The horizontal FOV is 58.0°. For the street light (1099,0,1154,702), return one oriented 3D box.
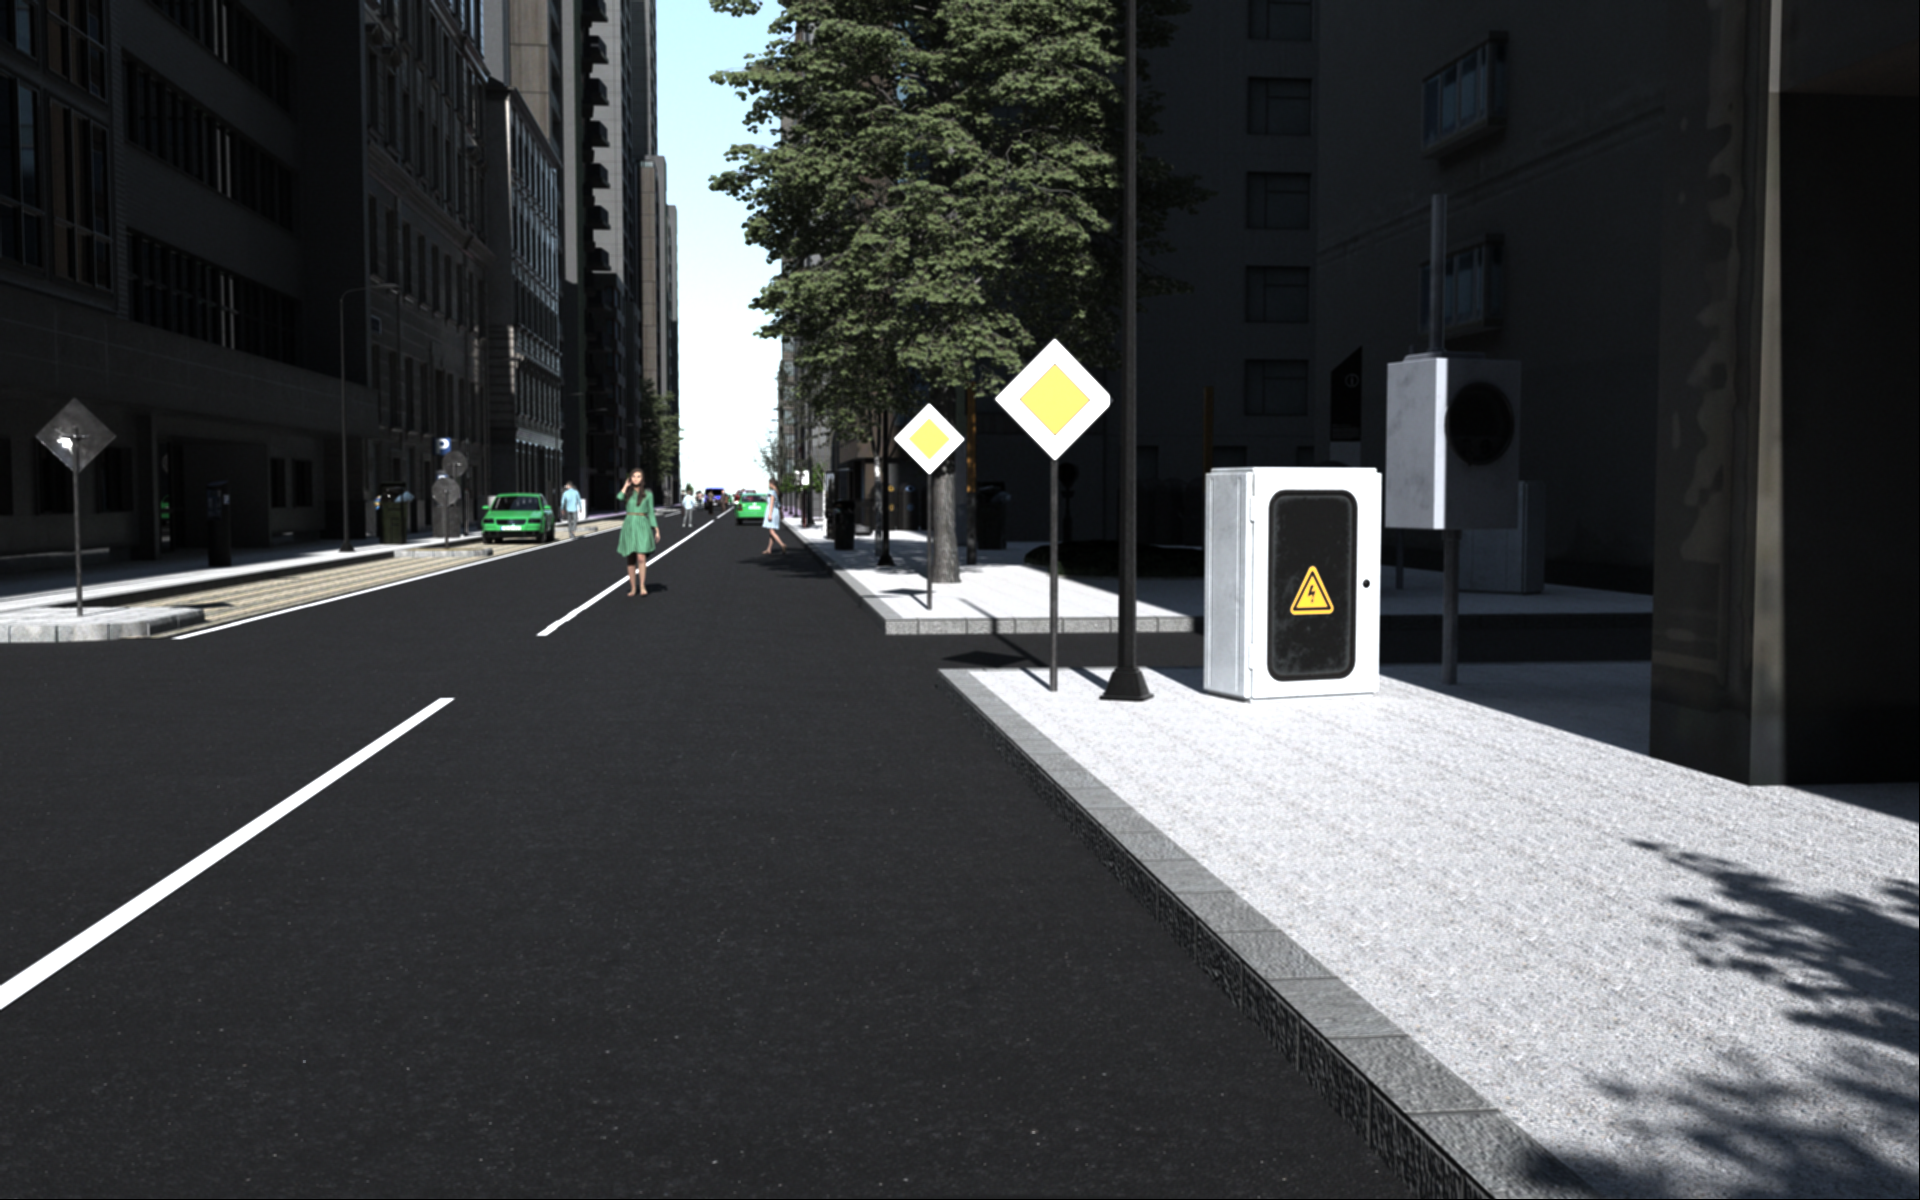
[{"bbox_3d":[0.510,-2.330,10.639,1.470,5.913,1.316,0,4,-7],"label":"street light"}]

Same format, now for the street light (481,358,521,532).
[{"bbox_3d":[-15.622,-5.289,59.017,1.470,5.913,1.316,0,4,-7],"label":"street light"}]

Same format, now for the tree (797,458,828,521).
[{"bbox_3d":[-6.881,-5.437,83.489,1.663,3.219,1.824,0,3,0],"label":"tree"}]

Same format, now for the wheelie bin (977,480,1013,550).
[{"bbox_3d":[0.741,-1.971,40.138,0.980,1.594,0.693,1,4,13],"label":"wheelie bin"}]

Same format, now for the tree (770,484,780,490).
[{"bbox_3d":[-14.756,-9.307,146.764,1.663,3.219,1.824,0,3,0],"label":"tree"}]

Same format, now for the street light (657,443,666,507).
[{"bbox_3d":[-27.223,-11.220,155.982,1.470,5.913,1.316,0,4,-7],"label":"street light"}]

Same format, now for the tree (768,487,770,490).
[{"bbox_3d":[-21.642,-12.662,201.617,1.663,3.219,1.824,0,3,0],"label":"tree"}]

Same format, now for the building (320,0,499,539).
[{"bbox_3d":[-23.890,-16.049,59.657,12.463,27.353,25.104,0,4,-7],"label":"building"}]

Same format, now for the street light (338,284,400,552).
[{"bbox_3d":[-13.093,-4.028,38.393,1.470,5.913,1.316,0,4,-7],"label":"street light"}]

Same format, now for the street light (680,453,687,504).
[{"bbox_3d":[-32.118,-13.729,197.002,1.470,5.913,1.316,0,4,-7],"label":"street light"}]

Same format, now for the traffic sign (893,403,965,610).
[{"bbox_3d":[-0.341,-0.948,19.135,0.795,2.450,0.064,0,4,-7],"label":"traffic sign"}]

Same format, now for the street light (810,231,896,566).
[{"bbox_3d":[-1.862,-3.558,30.723,1.470,5.913,1.316,0,4,-7],"label":"street light"}]

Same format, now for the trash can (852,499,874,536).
[{"bbox_3d":[-2.993,-2.555,53.433,0.748,1.137,0.748,0,3,0],"label":"trash can"}]

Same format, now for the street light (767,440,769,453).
[{"bbox_3d":[-11.084,-8.272,107.792,1.470,5.913,1.316,0,4,-7],"label":"street light"}]

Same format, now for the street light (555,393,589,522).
[{"bbox_3d":[-18.010,-6.556,79.737,1.470,5.913,1.316,0,4,-7],"label":"street light"}]

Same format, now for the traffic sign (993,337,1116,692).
[{"bbox_3d":[0.606,-0.463,11.206,0.795,2.450,0.064,0,4,-7],"label":"traffic sign"}]

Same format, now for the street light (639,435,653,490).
[{"bbox_3d":[-24.701,-9.962,135.412,1.470,5.913,1.316,0,4,-7],"label":"street light"}]

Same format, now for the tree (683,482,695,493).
[{"bbox_3d":[-39.360,-15.678,250.934,1.663,3.219,1.824,0,3,0],"label":"tree"}]

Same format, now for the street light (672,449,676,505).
[{"bbox_3d":[-29.575,-12.464,176.326,1.470,5.913,1.316,0,4,-7],"label":"street light"}]

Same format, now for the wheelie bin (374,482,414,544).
[{"bbox_3d":[-14.450,-2.224,44.270,0.980,1.594,0.693,-2,4,-27],"label":"wheelie bin"}]

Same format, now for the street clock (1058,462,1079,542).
[{"bbox_3d":[2.469,-2.149,39.705,0.471,2.002,0.358,1,4,23],"label":"street clock"}]

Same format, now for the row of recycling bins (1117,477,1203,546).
[{"bbox_3d":[5.191,-2.248,43.875,1.069,1.692,3.534,-2,4,-32],"label":"row of recycling bins"}]

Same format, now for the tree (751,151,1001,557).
[{"bbox_3d":[-1.496,-5.190,35.217,4.360,8.622,3.978,0,3,0],"label":"tree"}]

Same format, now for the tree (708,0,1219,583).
[{"bbox_3d":[0.061,-6.499,24.392,7.486,12.596,7.792,0,3,0],"label":"tree"}]

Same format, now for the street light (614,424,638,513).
[{"bbox_3d":[-22.290,-8.703,114.828,1.470,5.913,1.316,0,4,-7],"label":"street light"}]

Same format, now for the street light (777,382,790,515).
[{"bbox_3d":[-6.723,-6.076,71.885,1.470,5.913,1.316,0,4,-7],"label":"street light"}]

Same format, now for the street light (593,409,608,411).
[{"bbox_3d":[-19.858,-7.444,94.247,1.470,5.913,1.316,0,4,-7],"label":"street light"}]

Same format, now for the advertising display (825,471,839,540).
[{"bbox_3d":[-3.591,-2.652,48.575,0.123,1.923,0.974,-1,4,-20],"label":"advertising display"}]

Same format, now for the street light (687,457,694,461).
[{"bbox_3d":[-34.540,-14.994,217.685,1.470,5.913,1.316,0,4,-7],"label":"street light"}]

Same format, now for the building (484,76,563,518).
[{"bbox_3d":[-24.738,-14.256,82.236,9.793,20.994,18.267,0,4,-7],"label":"building"}]

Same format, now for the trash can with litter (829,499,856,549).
[{"bbox_3d":[-2.751,-1.758,40.137,0.624,1.170,1.055,-1,4,-9],"label":"trash can with litter"}]

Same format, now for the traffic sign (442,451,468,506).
[{"bbox_3d":[-14.859,-3.108,50.929,0.768,2.556,0.104,0,4,1],"label":"traffic sign"}]

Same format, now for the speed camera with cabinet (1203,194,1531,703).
[{"bbox_3d":[2.598,-1.026,11.114,2.038,3.252,0.660,-1,4,-22],"label":"speed camera with cabinet"}]

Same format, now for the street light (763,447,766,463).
[{"bbox_3d":[-15.986,-10.790,148.949,1.470,5.913,1.316,0,4,-7],"label":"street light"}]

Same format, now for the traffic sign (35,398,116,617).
[{"bbox_3d":[-9.225,-0.884,18.098,0.795,2.450,0.064,0,4,-7],"label":"traffic sign"}]

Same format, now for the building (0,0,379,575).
[{"bbox_3d":[-21.241,-13.010,31.781,14.314,24.678,30.058,0,4,-7],"label":"building"}]

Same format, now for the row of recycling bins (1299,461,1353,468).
[{"bbox_3d":[4.791,-0.966,22.915,1.069,1.692,3.534,0,4,7],"label":"row of recycling bins"}]

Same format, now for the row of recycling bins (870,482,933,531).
[{"bbox_3d":[-1.455,-3.326,61.485,3.534,1.692,1.069,-1,4,-18],"label":"row of recycling bins"}]

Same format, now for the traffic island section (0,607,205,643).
[{"bbox_3d":[-9.247,0.252,18.157,2.009,0.180,2.903,0,4,-7],"label":"traffic island section"}]

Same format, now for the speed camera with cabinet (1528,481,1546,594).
[{"bbox_3d":[6.645,-1.741,22.800,2.038,3.252,0.660,3,5,45],"label":"speed camera with cabinet"}]

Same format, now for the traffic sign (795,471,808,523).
[{"bbox_3d":[-6.949,-4.530,76.187,0.606,2.300,0.079,0,4,2],"label":"traffic sign"}]

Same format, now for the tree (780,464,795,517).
[{"bbox_3d":[-8.938,-6.169,95.468,1.663,3.219,1.824,0,3,0],"label":"tree"}]

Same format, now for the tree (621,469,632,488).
[{"bbox_3d":[-24.869,-8.335,130.879,1.663,3.219,1.824,0,3,0],"label":"tree"}]

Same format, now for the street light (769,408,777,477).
[{"bbox_3d":[-9.426,-7.410,93.696,1.470,5.913,1.316,0,4,-7],"label":"street light"}]

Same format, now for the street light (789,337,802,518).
[{"bbox_3d":[-4.223,-4.818,51.312,1.470,5.913,1.316,0,4,-7],"label":"street light"}]
